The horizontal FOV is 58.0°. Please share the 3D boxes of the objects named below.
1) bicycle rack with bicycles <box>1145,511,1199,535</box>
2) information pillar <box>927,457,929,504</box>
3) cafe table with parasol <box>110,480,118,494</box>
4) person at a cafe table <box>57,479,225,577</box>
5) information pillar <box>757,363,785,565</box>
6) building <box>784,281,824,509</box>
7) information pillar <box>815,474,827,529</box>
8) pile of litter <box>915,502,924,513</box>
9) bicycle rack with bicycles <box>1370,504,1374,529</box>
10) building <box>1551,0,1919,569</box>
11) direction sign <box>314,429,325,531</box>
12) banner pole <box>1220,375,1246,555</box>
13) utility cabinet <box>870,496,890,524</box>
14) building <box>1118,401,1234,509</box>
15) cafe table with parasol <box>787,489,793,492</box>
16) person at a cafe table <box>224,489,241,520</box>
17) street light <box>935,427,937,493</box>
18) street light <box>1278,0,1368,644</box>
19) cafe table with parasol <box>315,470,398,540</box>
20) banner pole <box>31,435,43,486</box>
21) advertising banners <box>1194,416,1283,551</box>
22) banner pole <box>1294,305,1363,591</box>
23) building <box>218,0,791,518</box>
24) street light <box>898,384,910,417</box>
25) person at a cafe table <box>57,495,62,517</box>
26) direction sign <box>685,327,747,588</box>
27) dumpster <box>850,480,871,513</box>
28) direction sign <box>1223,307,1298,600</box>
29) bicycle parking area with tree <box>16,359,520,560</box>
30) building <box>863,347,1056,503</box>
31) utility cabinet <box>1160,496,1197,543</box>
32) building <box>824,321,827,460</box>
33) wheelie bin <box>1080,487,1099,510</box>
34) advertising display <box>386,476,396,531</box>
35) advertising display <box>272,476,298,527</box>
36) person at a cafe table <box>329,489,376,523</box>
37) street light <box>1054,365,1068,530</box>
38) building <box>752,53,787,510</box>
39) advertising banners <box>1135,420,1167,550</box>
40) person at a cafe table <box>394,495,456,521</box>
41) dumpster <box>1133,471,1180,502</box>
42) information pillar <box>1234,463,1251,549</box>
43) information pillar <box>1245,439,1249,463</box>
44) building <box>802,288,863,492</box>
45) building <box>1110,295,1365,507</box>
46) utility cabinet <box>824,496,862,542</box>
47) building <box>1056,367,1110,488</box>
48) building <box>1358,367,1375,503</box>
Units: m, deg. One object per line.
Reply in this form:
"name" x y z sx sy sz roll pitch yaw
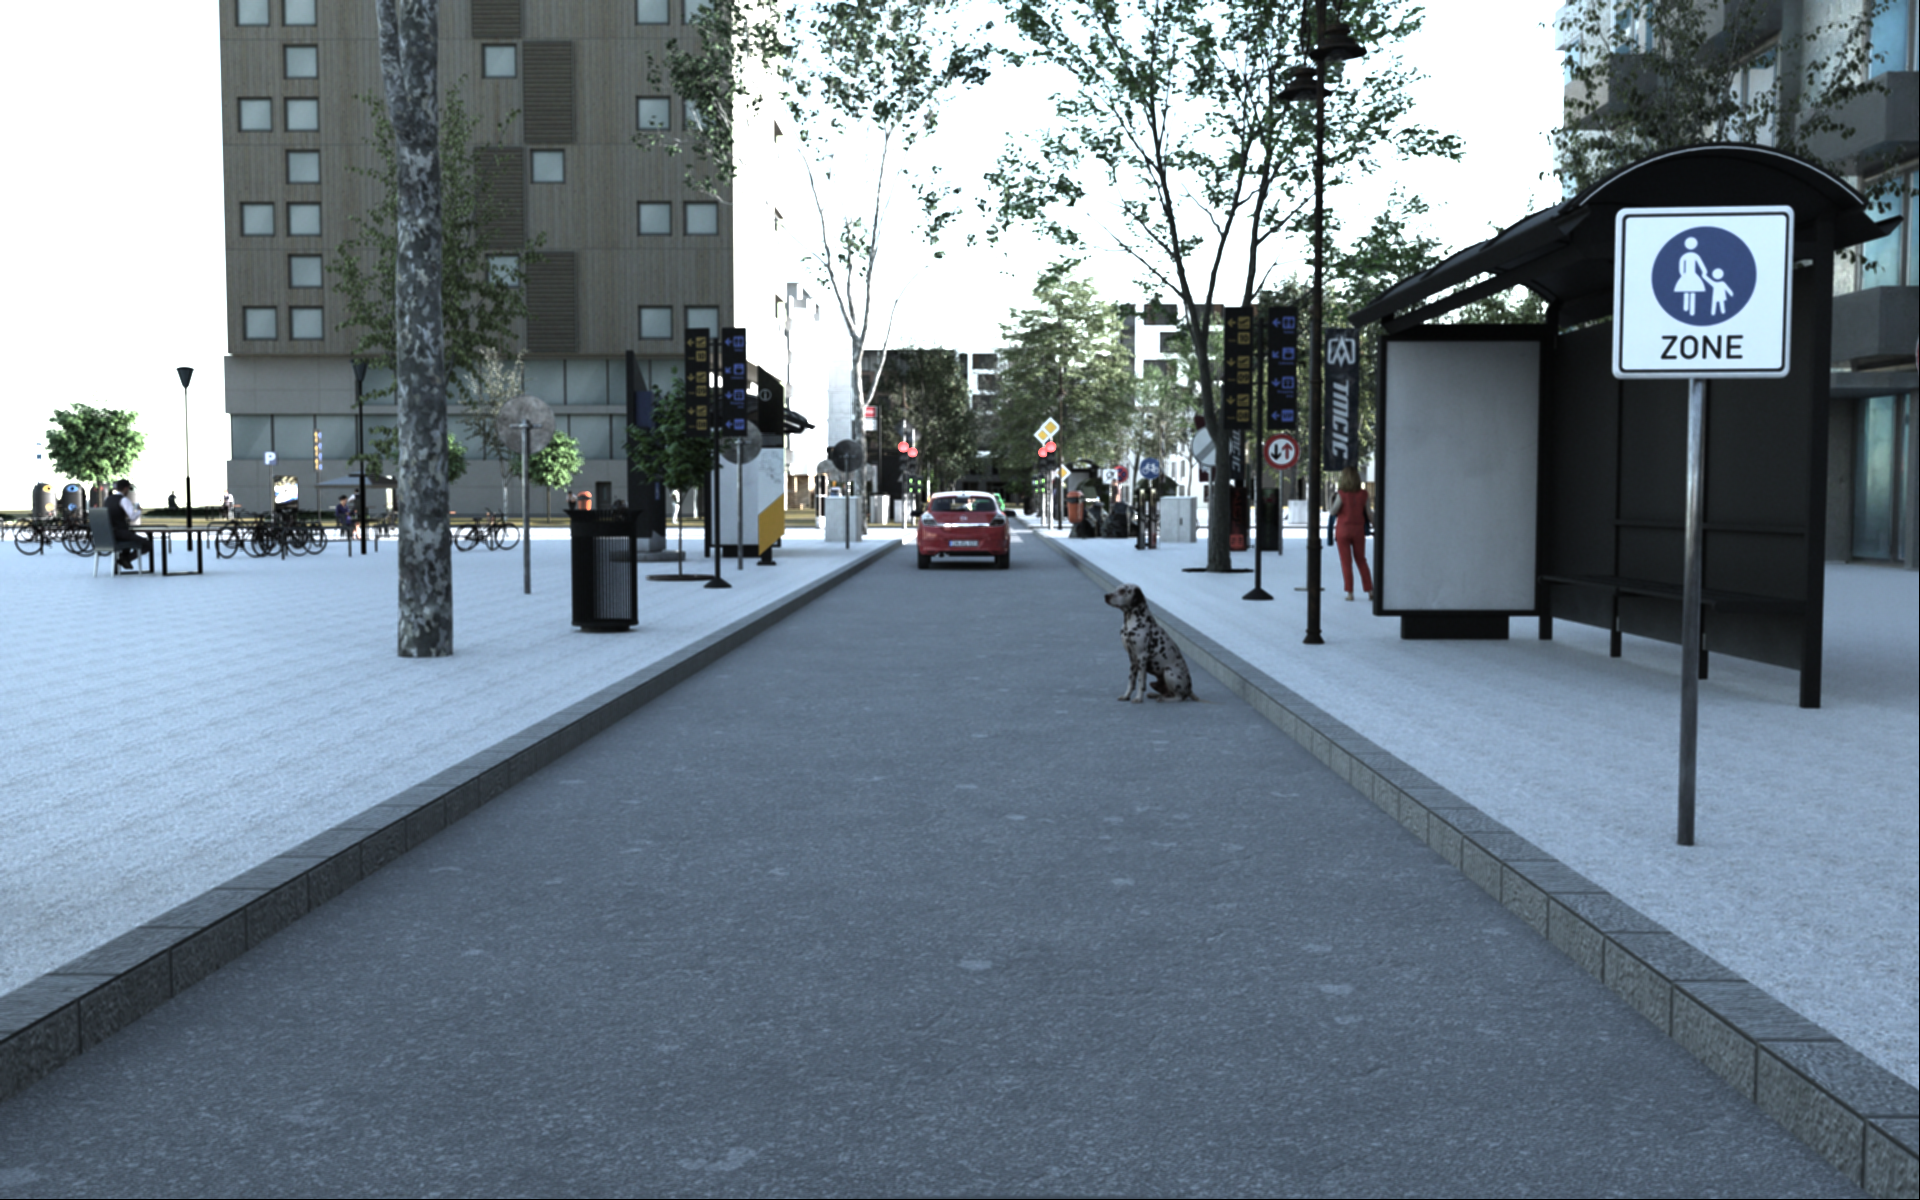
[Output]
"bicycle rack with bicycles" 6.090 -2.531 54.771 2.925 0.926 2.852 1 4 8
"information pillar" -2.015 -7.204 109.140 0.183 3.616 0.504 0 4 8
"cafe table with parasol" -37.268 -4.377 76.427 2.610 1.966 2.610 2 4 32
"person at a cafe table" -12.962 -1.156 27.415 1.698 1.524 1.622 1 4 22
"information pillar" -3.410 -2.436 31.178 0.504 3.616 0.183 0 4 -4
"building" -20.739 -18.090 152.191 16.016 20.091 11.380 0 4 1
"information pillar" -5.076 -3.596 63.287 0.304 2.012 0.304 -2 4 -34
"pile of litter" -2.213 -5.484 103.626 1.719 0.858 1.176 -2 4 -25
"bicycle rack with bicycles" 15.756 -3.004 62.497 2.925 0.926 2.852 -2 4 -31
"building" 26.367 -25.421 35.247 23.786 49.044 30.456 0 4 1
"direction sign" -22.401 -4.188 60.463 0.379 3.537 0.876 0 4 -7
"banner pole" 5.708 -2.846 36.555 0.863 3.779 0.401 -2 4 -30
"utility cabinet" -3.527 -3.969 76.049 0.306 1.237 1.020 3 4 37
"building" 20.644 -13.599 164.485 9.099 9.664 28.070 0 4 1
"cafe table with parasol" -15.264 -8.542 144.523 2.610 1.966 2.610 0 4 3
"person at a cafe table" -36.437 -4.713 85.572 1.698 1.524 1.622 0 4 -1
"street light" -1.670 -8.970 119.447 0.468 5.910 1.993 0 4 1
"street light" 3.040 -2.564 14.712 0.468 5.910 1.993 0 4 1
"cafe table with parasol" -16.679 -2.673 48.563 2.610 1.966 2.610 -1 4 -17
"banner pole" -39.214 -5.114 73.629 0.401 3.779 0.863 0 4 3
"advertising banners" 6.244 -2.611 38.880 2.074 3.025 0.090 0 4 -7
"banner pole" 4.897 -2.018 23.010 0.863 3.779 0.401 0 4 1
"building" -24.995 -31.406 102.725 28.713 52.752 27.495 0 4 1
"street light" -2.295 -6.020 71.208 0.468 5.910 1.993 0 4 1
"person at a cafe table" -50.677 -5.376 98.763 1.726 1.238 1.698 0 4 -2
"direction sign" -3.328 -1.938 23.687 0.876 3.537 0.379 1 4 12
"dumpster" -4.912 -5.231 88.025 1.502 2.255 1.985 0 4 1
"direction sign" 3.633 -1.775 21.018 0.876 3.537 0.379 0 4 1
"bicycle parking area with tree" -14.978 -3.124 38.082 8.231 4.147 9.016 3 4 39
"building" -2.730 -25.116 254.620 32.646 21.610 27.936 0 4 1
"utility cabinet" 5.820 -2.144 46.213 1.020 1.237 0.306 3 5 43
"building" -20.503 -18.790 163.636 16.016 20.091 11.380 0 4 1
"wheelie bin" 5.358 -3.988 73.113 0.980 1.594 0.693 -1 4 -23
"advertising display" -20.096 -3.422 61.164 0.123 1.923 0.974 -2 4 -31
"advertising display" -23.759 -3.413 61.011 0.123 1.923 0.974 2 4 31
"person at a cafe table" -26.544 -4.126 75.975 1.698 1.524 1.622 -3 4 -38
"street light" 3.617 -5.485 62.463 0.468 5.910 1.993 0 4 1
"building" -21.086 -27.411 131.762 14.154 41.232 14.086 0 4 1
"advertising banners" 4.515 -2.721 40.670 0.090 3.025 2.074 2 4 26
"person at a cafe table" -16.961 -2.679 54.669 1.698 1.238 1.726 -2 4 -27
"dumpster" 7.011 -3.622 61.710 1.502 2.255 1.985 0 4 1
"information pillar" 6.637 -2.218 40.754 0.304 2.012 0.304 2 4 35
"information pillar" 12.114 -5.045 73.841 0.504 3.616 0.183 -2 4 -31
"building" -25.773 -20.905 185.765 27.936 21.610 32.646 0 4 1
"building" 30.607 -21.426 194.287 27.936 21.610 32.646 0 4 1
"utility cabinet" -3.148 -2.167 46.596 1.020 1.237 0.306 2 4 28
"building" 19.193 -23.951 248.023 11.380 20.091 16.016 0 4 1
"building" 59.962 -23.883 246.905 11.380 20.091 16.016 0 4 1
